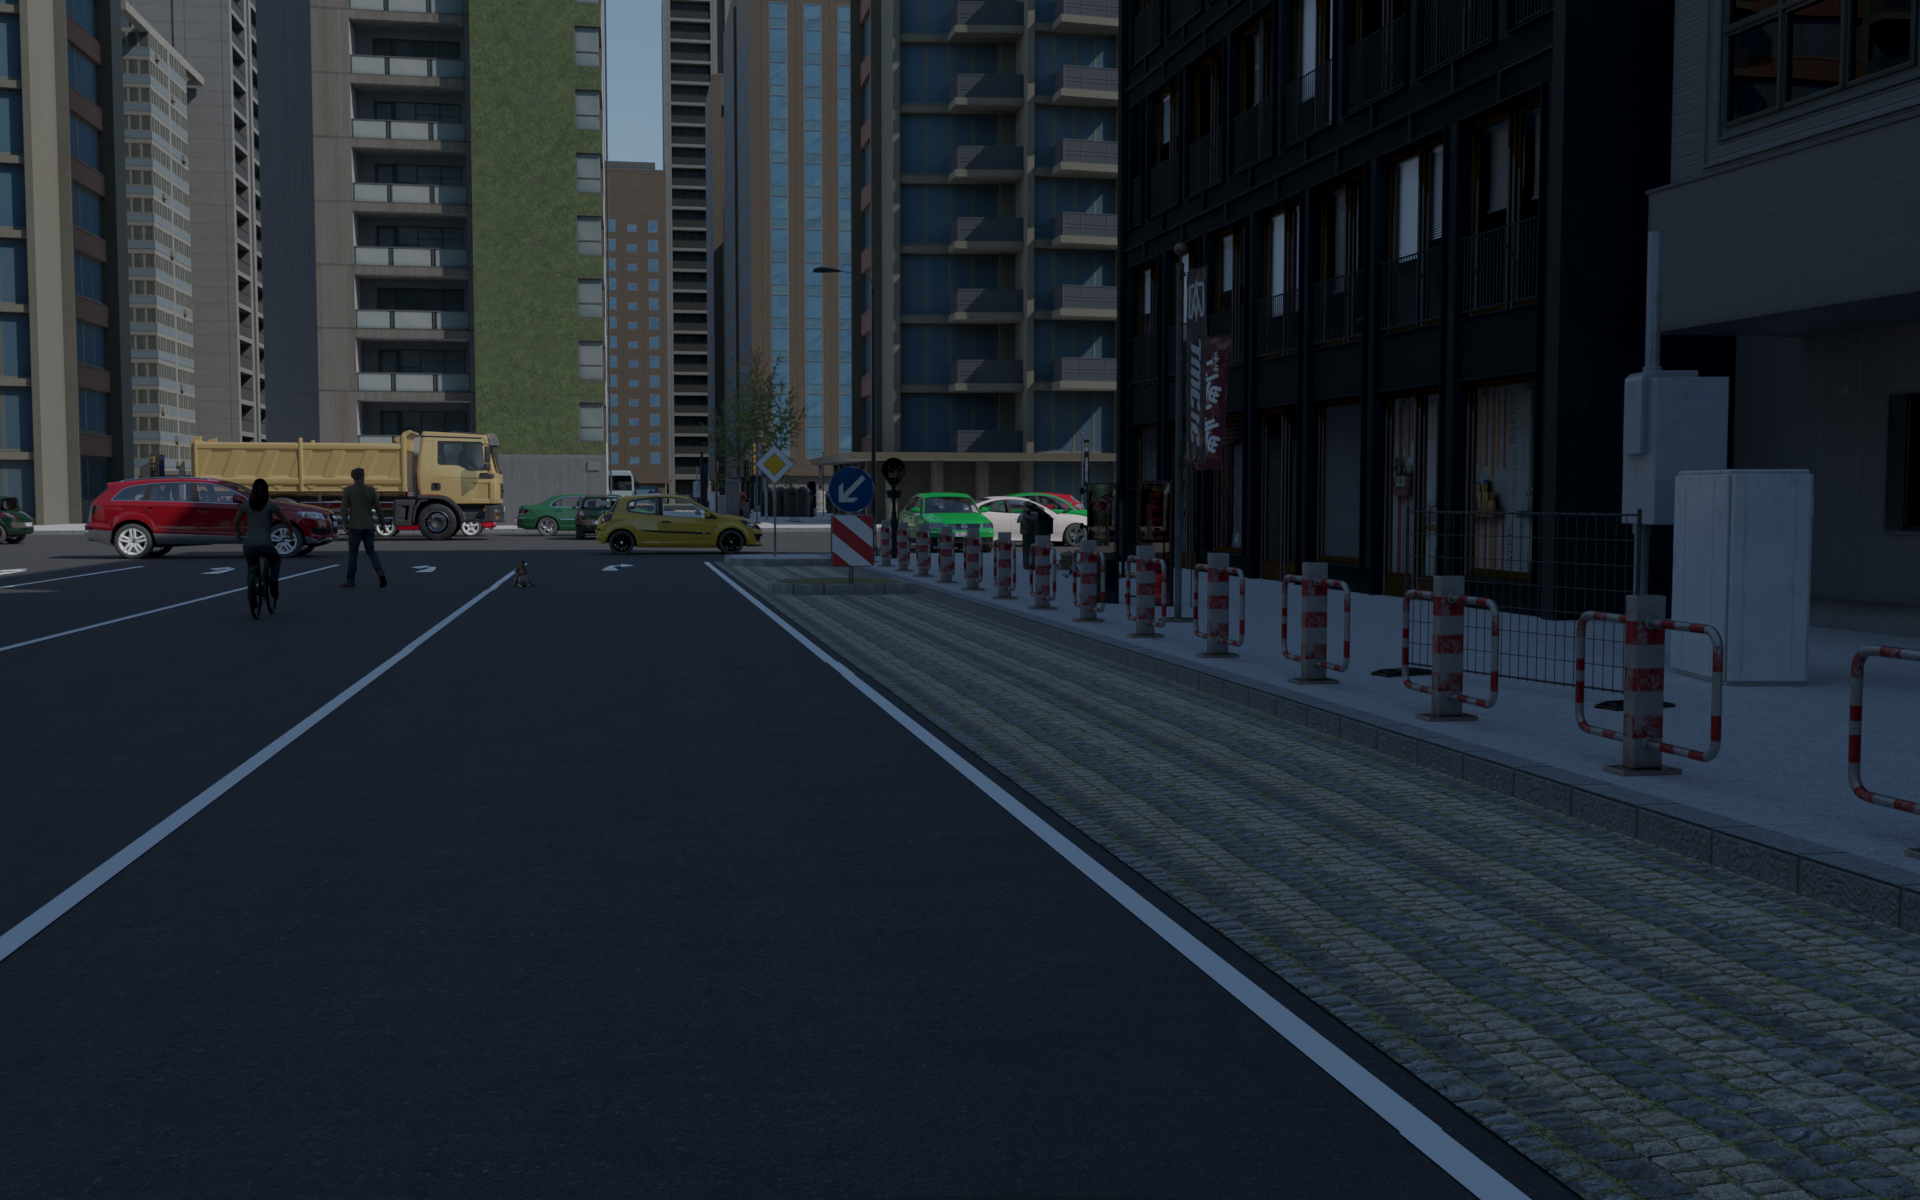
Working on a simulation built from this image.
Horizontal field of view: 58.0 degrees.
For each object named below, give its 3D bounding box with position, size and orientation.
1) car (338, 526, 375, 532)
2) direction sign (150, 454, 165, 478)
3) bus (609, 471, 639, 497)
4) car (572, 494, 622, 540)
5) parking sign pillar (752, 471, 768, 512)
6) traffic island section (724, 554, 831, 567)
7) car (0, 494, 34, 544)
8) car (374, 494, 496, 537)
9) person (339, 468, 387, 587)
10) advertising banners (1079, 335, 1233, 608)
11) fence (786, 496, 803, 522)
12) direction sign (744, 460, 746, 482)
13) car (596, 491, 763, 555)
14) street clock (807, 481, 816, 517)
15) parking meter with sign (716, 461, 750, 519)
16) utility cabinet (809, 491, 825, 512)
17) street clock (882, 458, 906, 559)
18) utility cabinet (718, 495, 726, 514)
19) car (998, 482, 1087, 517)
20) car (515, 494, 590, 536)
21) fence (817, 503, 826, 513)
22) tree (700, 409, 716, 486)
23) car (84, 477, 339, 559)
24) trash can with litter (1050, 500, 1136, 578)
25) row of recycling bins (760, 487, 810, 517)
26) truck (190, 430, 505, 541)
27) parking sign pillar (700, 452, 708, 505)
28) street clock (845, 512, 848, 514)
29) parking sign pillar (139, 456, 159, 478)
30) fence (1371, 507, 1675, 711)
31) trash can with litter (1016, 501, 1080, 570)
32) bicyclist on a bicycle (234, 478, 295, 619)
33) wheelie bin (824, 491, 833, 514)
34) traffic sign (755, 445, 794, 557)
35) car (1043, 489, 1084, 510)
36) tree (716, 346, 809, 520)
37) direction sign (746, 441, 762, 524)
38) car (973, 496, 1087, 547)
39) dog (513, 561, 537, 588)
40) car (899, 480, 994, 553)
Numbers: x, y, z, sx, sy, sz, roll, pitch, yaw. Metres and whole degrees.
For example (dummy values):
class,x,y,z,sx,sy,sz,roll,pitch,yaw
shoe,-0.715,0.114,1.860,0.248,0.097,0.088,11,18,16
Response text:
class,x,y,z,sx,sy,sz,roll,pitch,yaw
car,-22.306,-3.182,60.825,4.718,1.807,1.959,-1,4,-11
direction sign,-45.893,-6.550,99.095,0.379,3.537,0.876,2,4,33
bus,-27.981,-9.017,142.291,2.948,3.499,13.247,-1,4,-10
car,-11.458,-2.806,55.664,2.009,1.686,4.222,-1,4,-11
parking sign pillar,-14.269,-8.331,124.676,1.447,3.967,1.447,1,4,17
traffic island section,-3.767,-0.808,35.486,2.009,0.180,2.903,-1,4,-11
car,-28.745,-2.420,49.353,4.222,1.686,2.009,-1,4,-9
car,-18.044,-3.038,58.713,4.494,1.783,2.155,-1,4,-12
person,-9.164,-1.115,26.642,0.836,1.842,0.656,1,4,22
advertising banners,2.219,-1.444,19.800,2.074,3.025,0.090,3,5,42
fence,-7.646,-4.211,80.049,0.480,1.192,2.264,-1,4,-16
direction sign,-14.028,-7.581,115.951,0.876,3.537,0.379,0,4,-6
car,-6.776,-1.934,41.852,3.980,1.641,2.015,-1,4,-12
street clock,-8.163,-5.545,95.238,0.471,2.002,0.358,-3,5,-39
parking meter with sign,-11.839,-5.751,90.294,1.738,3.016,0.543,0,4,-4
utility cabinet,-10.264,-7.089,124.590,1.173,1.500,0.318,-2,4,-33
street clock,-1.312,-1.827,34.442,0.471,2.002,0.358,0,4,3
utility cabinet,-12.626,-5.047,93.674,1.020,1.237,0.306,1,4,13
car,2.470,-2.680,52.617,4.718,1.807,1.959,-1,4,-10
car,-12.818,-2.936,59.805,4.920,1.459,2.131,-1,4,-11
fence,-9.922,-6.283,118.109,0.278,0.683,2.069,3,5,43
tree,-13.553,-9.486,105.464,4.737,8.622,4.395,0,3,0
car,-16.920,-1.875,39.325,5.304,1.827,2.281,-1,4,-11
trash can with litter,2.237,-0.981,27.098,1.678,1.210,2.233,-2,4,-33
row of recycling bins,-9.890,-5.556,97.958,3.534,1.692,1.069,3,4,37
truck,-18.345,-3.534,53.709,9.791,3.379,3.469,-1,4,-12
parking sign pillar,-16.324,-7.453,110.323,1.447,3.967,1.447,-1,4,-11
street clock,-4.483,-3.959,69.296,0.358,2.002,0.471,-2,4,-28
parking sign pillar,-56.350,-8.069,120.392,1.447,3.967,1.447,3,4,39
fence,3.607,-0.006,11.307,0.480,1.192,2.264,-2,4,-25
trash can with litter,1.523,-1.105,29.449,1.055,1.170,0.624,-1,4,-11
bicyclist on a bicycle,-8.150,-0.624,20.224,1.499,1.676,1.625,-1,4,-12
wheelie bin,-8.538,-6.510,114.343,0.693,1.594,0.980,1,4,21
traffic sign,-3.789,-1.943,35.404,0.795,2.450,0.064,-1,4,-11
car,2.251,-3.199,61.342,4.494,1.783,2.155,-1,4,-11
tree,-9.608,-8.294,85.976,4.737,8.622,4.395,0,3,0
direction sign,-8.699,-5.024,74.136,0.379,3.537,0.876,1,4,17
car,1.540,-2.159,47.654,4.827,1.381,2.083,-1,4,-13
dog,-6.701,-0.406,26.831,0.550,0.427,0.748,2,4,26
car,-0.394,-2.129,43.602,1.959,1.807,4.718,-1,4,-13
